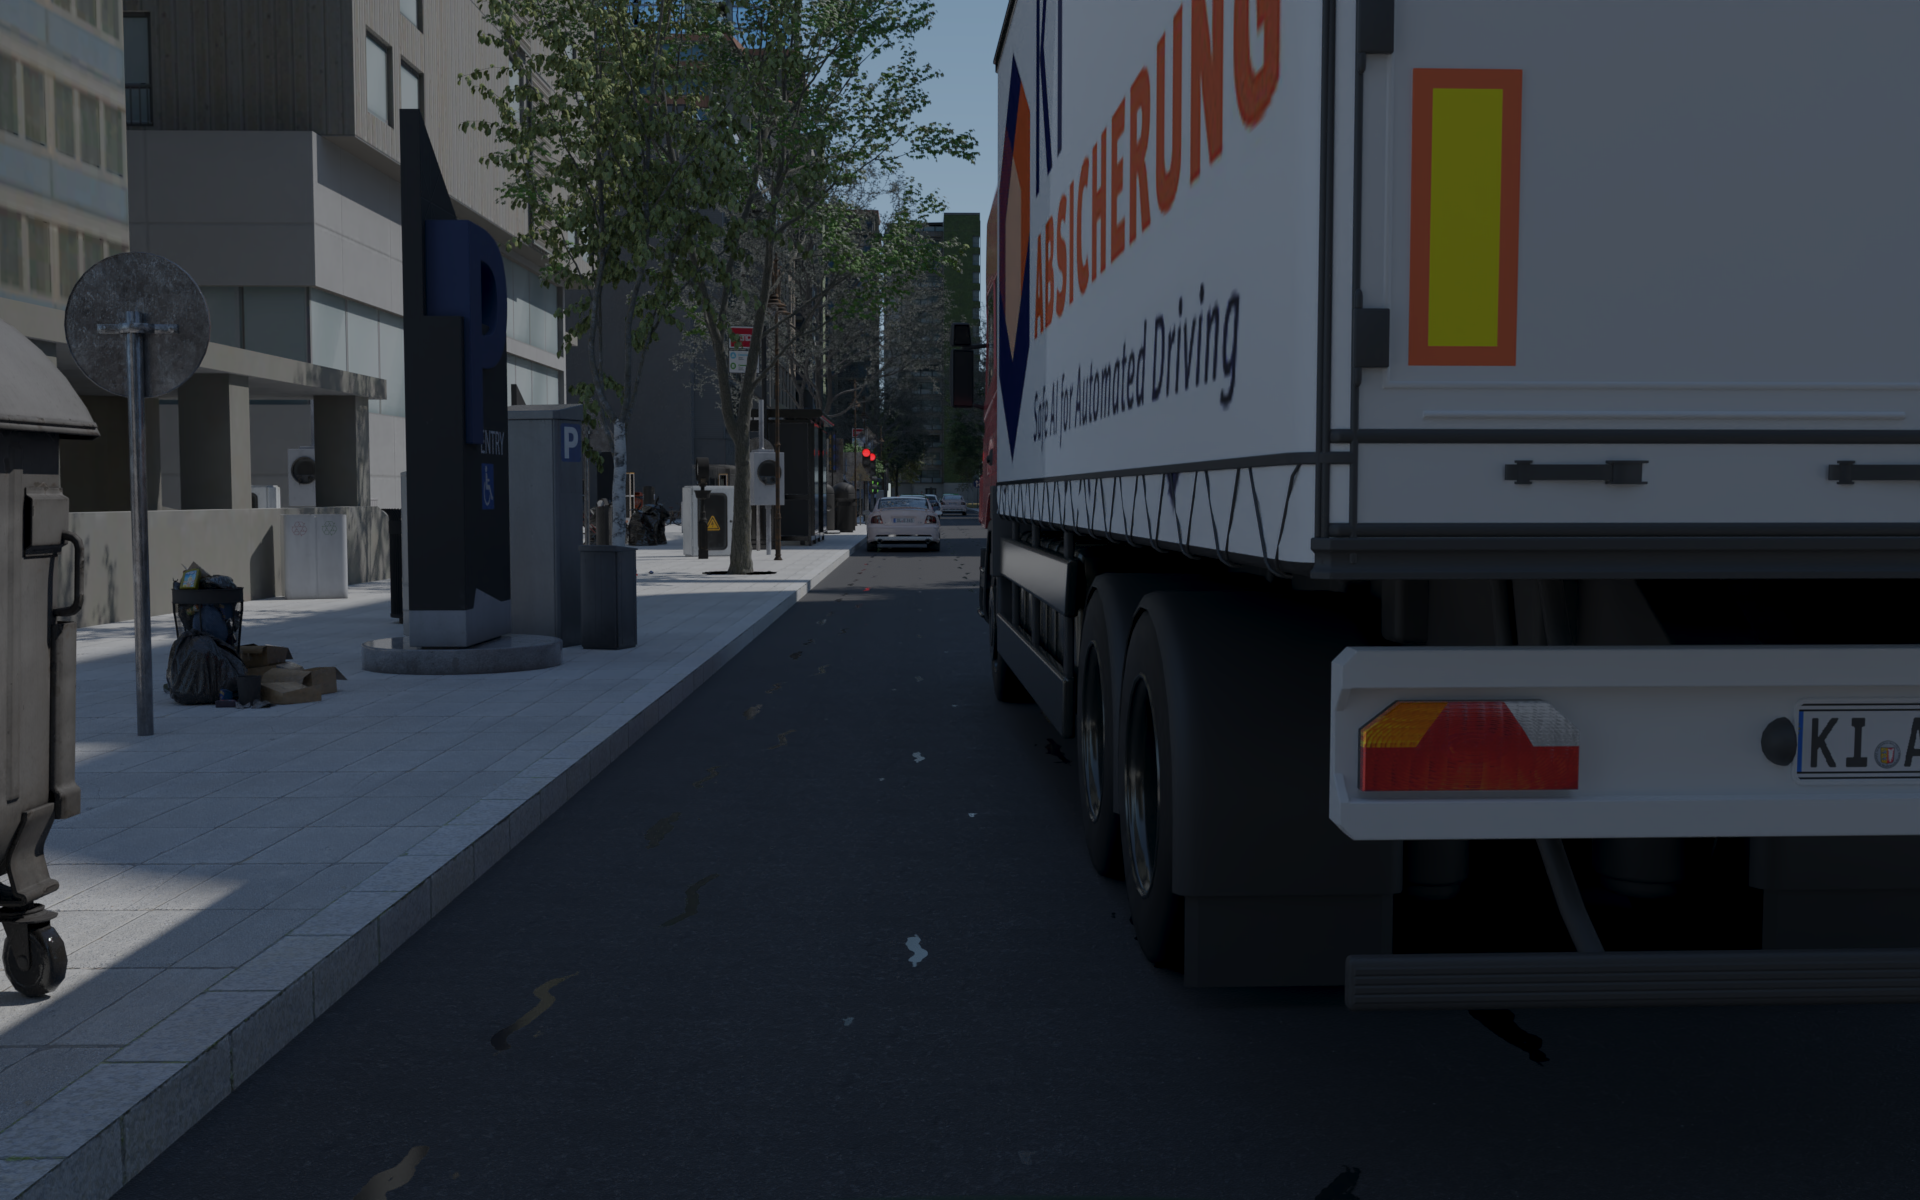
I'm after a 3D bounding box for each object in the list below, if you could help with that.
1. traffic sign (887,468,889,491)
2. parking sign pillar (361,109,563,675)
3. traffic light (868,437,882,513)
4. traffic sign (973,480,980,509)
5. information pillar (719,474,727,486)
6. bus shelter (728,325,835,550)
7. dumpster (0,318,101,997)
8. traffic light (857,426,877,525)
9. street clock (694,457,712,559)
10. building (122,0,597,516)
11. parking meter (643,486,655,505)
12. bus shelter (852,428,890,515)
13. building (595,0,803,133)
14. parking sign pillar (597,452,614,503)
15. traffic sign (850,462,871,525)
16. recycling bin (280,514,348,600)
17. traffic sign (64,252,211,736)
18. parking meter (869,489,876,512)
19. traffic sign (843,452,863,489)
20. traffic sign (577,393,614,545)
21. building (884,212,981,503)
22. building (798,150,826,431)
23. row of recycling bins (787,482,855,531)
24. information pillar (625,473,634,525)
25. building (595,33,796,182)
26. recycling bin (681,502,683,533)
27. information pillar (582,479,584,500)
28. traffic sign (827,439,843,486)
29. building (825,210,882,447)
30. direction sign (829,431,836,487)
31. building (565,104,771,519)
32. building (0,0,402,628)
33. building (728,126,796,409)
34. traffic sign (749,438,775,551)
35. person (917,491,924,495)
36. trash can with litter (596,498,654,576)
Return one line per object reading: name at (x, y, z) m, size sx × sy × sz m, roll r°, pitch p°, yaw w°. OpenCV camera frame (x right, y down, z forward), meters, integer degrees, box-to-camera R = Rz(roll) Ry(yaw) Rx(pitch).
traffic sign at (-6.688, -8.642, 135.163) m, size 2.265 × 3.308 × 0.079 m, roll 0°, pitch 4°, yaw 8°
parking sign pillar at (-3.722, -1.492, 12.863) m, size 1.447 × 3.967 × 1.447 m, roll 0°, pitch 4°, yaw -1°
traffic light at (-4.029, -5.554, 79.733) m, size 0.839 × 4.253 × 0.868 m, roll 0°, pitch 4°, yaw -1°
traffic sign at (1.537, -9.295, 152.073) m, size 0.768 × 2.556 × 0.104 m, roll 0°, pitch 4°, yaw 3°
information pillar at (-8.661, -3.602, 63.384) m, size 0.304 × 2.012 × 0.304 m, roll 0°, pitch 4°, yaw -6°
bus shelter at (-4.486, -4.058, 43.978) m, size 2.179 × 5.291 × 8.768 m, roll 0°, pitch 4°, yaw -1°
dumpster at (-2.860, 0.128, 3.670) m, size 1.264 × 1.857 × 1.865 m, roll 0°, pitch 4°, yaw -1°
traffic light at (-3.850, -5.066, 71.750) m, size 0.839 × 4.253 × 0.868 m, roll 0°, pitch 4°, yaw -1°
street clock at (-5.076, -1.811, 34.184) m, size 0.358 × 2.002 × 0.471 m, roll -1°, pitch 4°, yaw -14°
building at (-25.714, -28.039, 47.674) m, size 27.495 × 52.752 × 28.713 m, roll 0°, pitch 4°, yaw -1°
parking meter at (-9.761, -2.810, 54.361) m, size 0.372 × 1.533 × 0.369 m, roll 0°, pitch 3°, yaw 0°
bus shelter at (-5.554, -7.986, 108.205) m, size 2.179 × 5.291 × 8.768 m, roll 0°, pitch 4°, yaw -1°
building at (-31.147, -54.895, 210.197) m, size 31.000 × 86.520 × 22.319 m, roll 0°, pitch 4°, yaw -1°
parking sign pillar at (-16.661, -5.761, 82.657) m, size 1.447 × 3.967 × 1.447 m, roll -1°, pitch 4°, yaw -11°
traffic sign at (-4.067, -4.322, 70.661) m, size 0.884 × 2.594 × 0.081 m, roll 0°, pitch 4°, yaw 5°
recycling bin at (-7.984, -0.541, 21.396) m, size 0.722 × 1.027 × 0.722 m, roll -2°, pitch 4°, yaw -25°
traffic sign at (-4.334, -0.552, 9.138) m, size 0.768 × 2.556 × 0.104 m, roll 0°, pitch 4°, yaw 0°
parking meter at (-4.376, -4.783, 86.621) m, size 0.372 × 1.533 × 0.369 m, roll 0°, pitch 3°, yaw 0°
traffic sign at (-5.833, -5.510, 83.964) m, size 2.265 × 3.308 × 0.079 m, roll 0°, pitch 4°, yaw 3°
traffic sign at (-4.676, -1.327, 21.703) m, size 0.884 × 2.594 × 0.081 m, roll 0°, pitch 4°, yaw 1°
building at (-4.152, -34.837, 253.175) m, size 14.086 × 41.232 × 14.154 m, roll 0°, pitch 4°, yaw -1°
building at (-22.197, -31.008, 190.577) m, size 14.154 × 41.232 × 14.086 m, roll 0°, pitch 4°, yaw -1°
row of recycling bins at (-5.227, -3.285, 60.828) m, size 3.534 × 1.692 × 1.069 m, roll -2°, pitch 4°, yaw -35°
information pillar at (-11.490, -3.398, 60.043) m, size 0.304 × 2.012 × 0.304 m, roll 1°, pitch 4°, yaw 17°
building at (-26.022, -31.417, 168.290) m, size 22.147 × 44.769 × 28.867 m, roll 0°, pitch 4°, yaw -1°
recycling bin at (-8.829, -2.736, 57.285) m, size 0.722 × 1.027 × 0.722 m, roll 0°, pitch 4°, yaw -5°
information pillar at (-19.049, -5.045, 86.971) m, size 0.304 × 2.012 × 0.304 m, roll 1°, pitch 4°, yaw 14°
traffic sign at (-5.397, -4.263, 63.577) m, size 2.265 × 3.308 × 0.079 m, roll 0°, pitch 4°, yaw 8°
building at (-26.106, -36.822, 256.656) m, size 28.867 × 44.769 × 22.147 m, roll 0°, pitch 4°, yaw -1°
direction sign at (-4.623, -4.331, 62.806) m, size 0.379 × 3.537 × 0.876 m, roll -1°, pitch 4°, yaw -20°
building at (-19.388, -17.291, 101.778) m, size 14.314 × 24.678 × 30.058 m, roll 0°, pitch 4°, yaw -1°
building at (-24.623, -20.020, 19.209) m, size 32.217 × 40.220 × 23.993 m, roll 0°, pitch 4°, yaw -1°
building at (-23.588, -20.152, 133.999) m, size 19.350 × 26.468 × 34.151 m, roll 0°, pitch 4°, yaw -1°
traffic sign at (-4.551, -2.380, 39.014) m, size 0.768 × 2.556 × 0.104 m, roll 0°, pitch 4°, yaw 6°
person at (-3.986, -10.040, 173.459) m, size 0.742 × 1.727 × 0.445 m, roll 0°, pitch 4°, yaw 1°
trash can with litter at (-5.651, -0.994, 27.313) m, size 1.678 × 1.210 × 2.233 m, roll -1°, pitch 4°, yaw -21°
